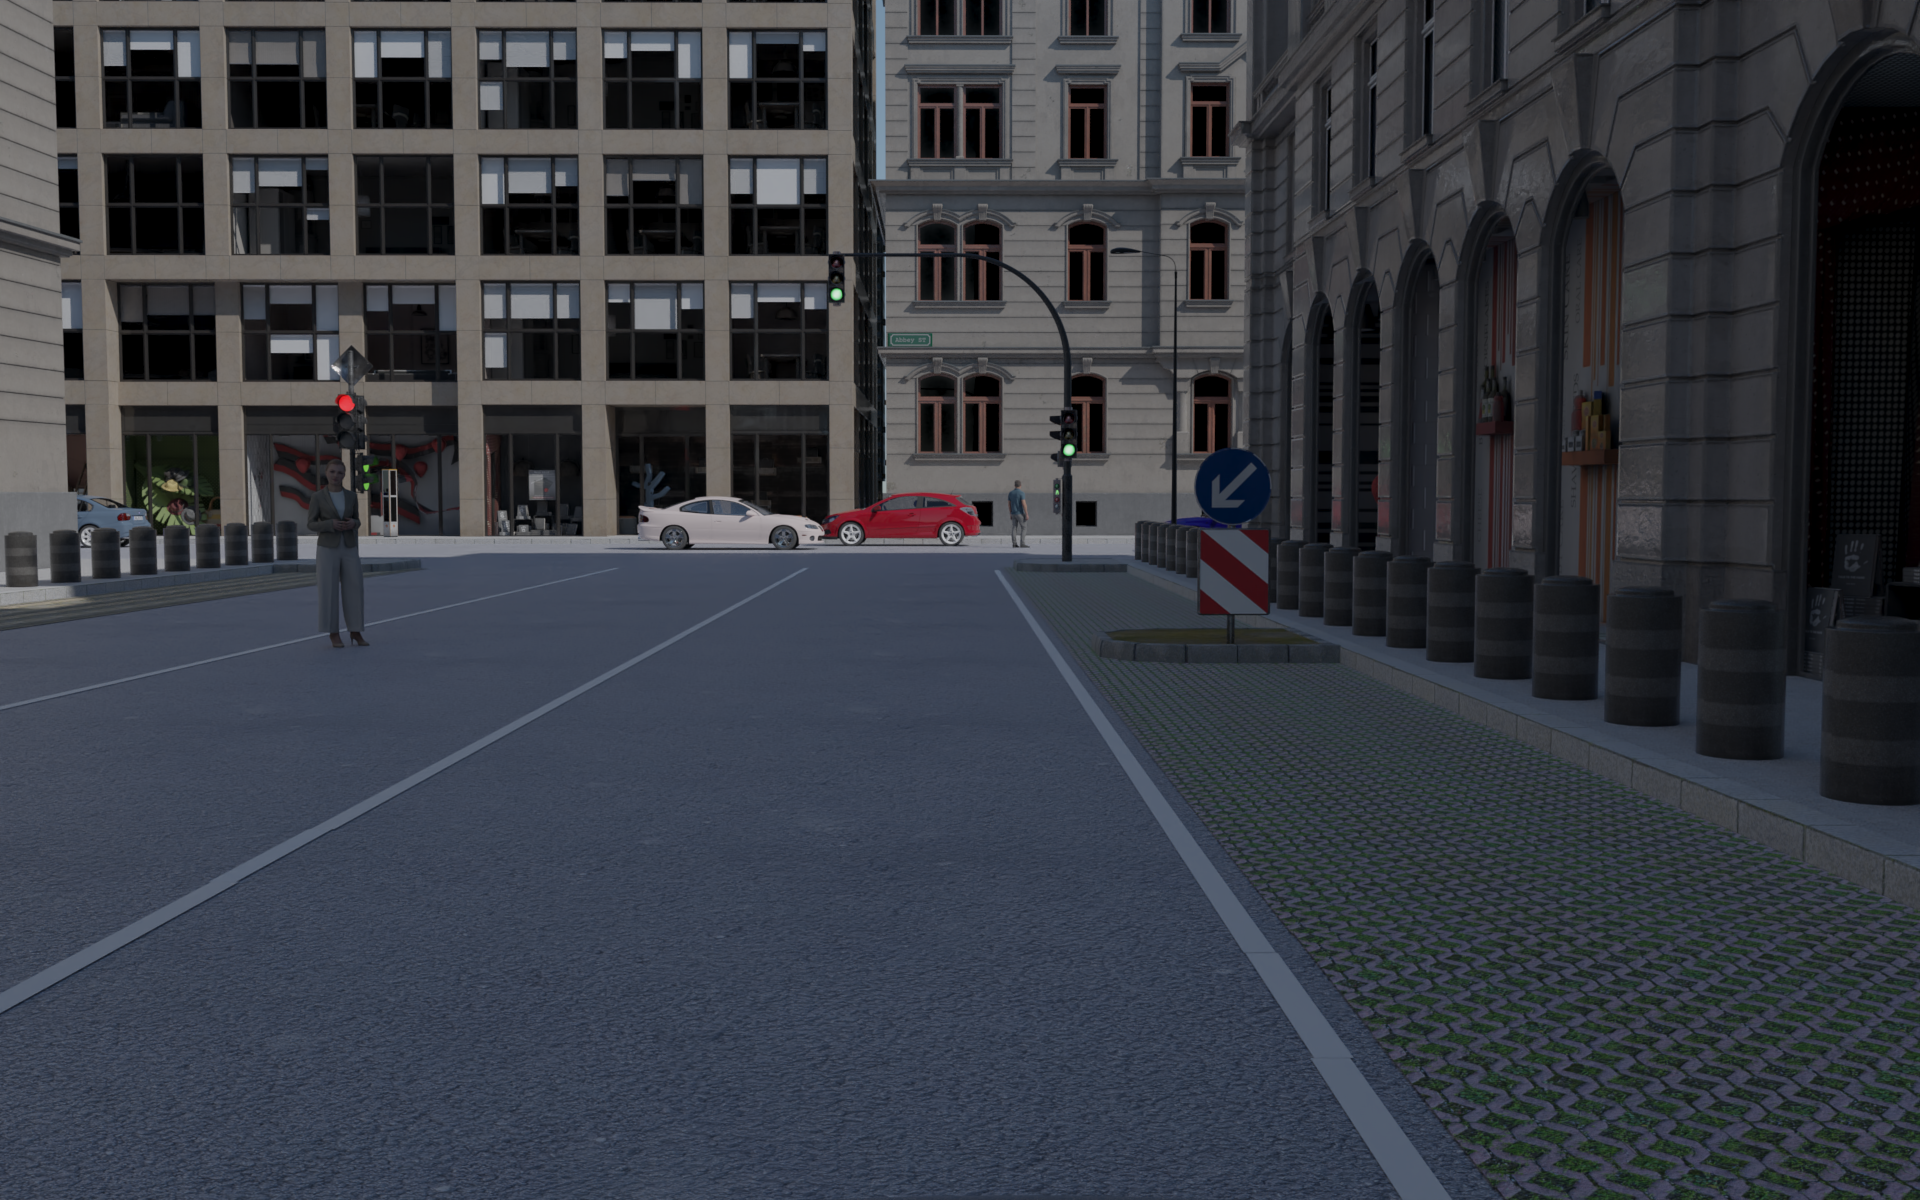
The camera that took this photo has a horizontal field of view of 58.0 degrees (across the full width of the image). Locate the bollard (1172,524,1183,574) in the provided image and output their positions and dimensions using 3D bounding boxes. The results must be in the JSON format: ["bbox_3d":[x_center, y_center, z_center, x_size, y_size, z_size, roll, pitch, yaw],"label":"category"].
[{"bbox_3d":[3.669,-0.801,27.816,0.404,0.777,0.398,0,3,0],"label":"bollard"}]

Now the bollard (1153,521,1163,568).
[{"bbox_3d":[3.644,-0.949,30.228,0.404,0.777,0.398,0,3,0],"label":"bollard"}]

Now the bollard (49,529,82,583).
[{"bbox_3d":[-12.994,-0.638,25.155,0.404,0.777,0.398,0,3,0],"label":"bollard"}]

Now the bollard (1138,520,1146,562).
[{"bbox_3d":[3.620,-1.096,32.643,0.404,0.777,0.398,0,3,0],"label":"bollard"}]

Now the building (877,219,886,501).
[{"bbox_3d":[-21.669,-32.695,226.439,23.993,40.220,32.217,0,4,-1],"label":"building"}]

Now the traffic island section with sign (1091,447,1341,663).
[{"bbox_3d":[2.211,-0.421,15.516,1.989,1.847,2.006,0,4,-1],"label":"traffic island section with sign"}]

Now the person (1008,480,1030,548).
[{"bbox_3d":[1.582,-2.302,46.264,0.434,1.807,0.598,-3,5,-41],"label":"person"}]

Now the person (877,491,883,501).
[{"bbox_3d":[-9.611,-12.148,207.216,1.348,1.812,0.705,0,4,-1],"label":"person"}]

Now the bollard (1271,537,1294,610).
[{"bbox_3d":[3.744,-0.284,19.358,0.404,0.777,0.398,0,3,0],"label":"bollard"}]

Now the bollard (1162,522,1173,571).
[{"bbox_3d":[3.652,-0.875,29.017,0.404,0.777,0.398,0,3,0],"label":"bollard"}]

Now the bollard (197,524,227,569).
[{"bbox_3d":[-13.032,-0.935,30.012,0.404,0.777,0.398,0,3,0],"label":"bollard"}]

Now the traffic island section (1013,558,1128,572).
[{"bbox_3d":[2.049,-0.653,32.959,2.009,0.180,2.903,0,4,-1],"label":"traffic island section"}]

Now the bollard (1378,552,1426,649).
[{"bbox_3d":[3.788,0.011,14.545,0.404,0.777,0.398,0,3,0],"label":"bollard"}]

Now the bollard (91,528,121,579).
[{"bbox_3d":[-13.000,-0.712,26.360,0.404,0.777,0.398,0,3,0],"label":"bollard"}]

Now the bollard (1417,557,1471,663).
[{"bbox_3d":[3.800,0.085,13.332,0.404,0.777,0.398,0,3,0],"label":"bollard"}]

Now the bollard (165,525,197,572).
[{"bbox_3d":[-13.025,-0.862,28.806,0.404,0.777,0.398,0,3,0],"label":"bollard"}]

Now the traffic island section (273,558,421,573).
[{"bbox_3d":[-11.492,-0.646,32.839,2.009,0.180,2.903,0,4,-1],"label":"traffic island section"}]

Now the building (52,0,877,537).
[{"bbox_3d":[-20.305,-15.673,60.762,34.151,26.468,19.350,0,4,-1],"label":"building"}]

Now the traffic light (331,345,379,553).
[{"bbox_3d":[-11.452,-2.678,32.704,0.839,4.253,0.868,0,4,-1],"label":"traffic light"}]

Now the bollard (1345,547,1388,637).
[{"bbox_3d":[3.776,-0.063,15.748,0.404,0.777,0.398,0,3,0],"label":"bollard"}]

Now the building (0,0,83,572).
[{"bbox_3d":[-26.802,-14.457,23.759,23.554,28.519,14.401,0,4,-1],"label":"building"}]

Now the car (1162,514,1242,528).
[{"bbox_3d":[6.884,-1.857,42.940,3.894,1.354,1.945,0,4,1],"label":"car"}]

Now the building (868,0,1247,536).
[{"bbox_3d":[8.689,-16.602,58.828,23.554,28.519,14.401,0,4,-1],"label":"building"}]

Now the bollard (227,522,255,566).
[{"bbox_3d":[-13.049,-1.010,31.225,0.404,0.777,0.398,0,3,0],"label":"bollard"}]

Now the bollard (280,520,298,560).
[{"bbox_3d":[-13.069,-1.157,33.628,0.404,0.777,0.398,0,3,0],"label":"bollard"}]

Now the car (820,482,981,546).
[{"bbox_3d":[-1.668,-2.398,48.252,4.494,1.783,2.155,0,4,1],"label":"car"}]

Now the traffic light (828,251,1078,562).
[{"bbox_3d":[-0.082,-3.548,32.684,4.771,5.953,1.251,0,4,-1],"label":"traffic light"}]

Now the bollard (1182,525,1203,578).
[{"bbox_3d":[3.676,-0.726,26.595,0.404,0.777,0.398,0,3,0],"label":"bollard"}]

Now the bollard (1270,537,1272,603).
[{"bbox_3d":[3.734,-0.357,20.560,0.404,0.777,0.398,0,3,0],"label":"bollard"}]

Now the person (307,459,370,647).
[{"bbox_3d":[-5.813,-0.438,16.206,0.519,1.759,0.362,-3,4,-39],"label":"person"}]

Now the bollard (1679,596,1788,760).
[{"bbox_3d":[3.840,0.379,8.513,0.404,0.777,0.398,0,3,0],"label":"bollard"}]

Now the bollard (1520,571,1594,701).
[{"bbox_3d":[3.823,0.232,10.929,0.404,0.777,0.398,0,3,0],"label":"bollard"}]

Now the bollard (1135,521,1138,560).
[{"bbox_3d":[3.613,-1.170,33.845,0.404,0.777,0.398,0,3,0],"label":"bollard"}]

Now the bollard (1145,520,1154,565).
[{"bbox_3d":[3.630,-1.023,31.442,0.404,0.777,0.398,0,3,0],"label":"bollard"}]

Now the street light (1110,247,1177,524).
[{"bbox_3d":[3.525,-3.684,32.771,1.470,5.913,1.316,0,4,-1],"label":"street light"}]

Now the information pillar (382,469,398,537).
[{"bbox_3d":[-16.919,-2.869,51.407,0.304,2.012,0.304,2,4,29],"label":"information pillar"}]

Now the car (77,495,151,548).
[{"bbox_3d":[-24.280,-2.122,46.693,4.499,1.417,2.014,0,4,0],"label":"car"}]

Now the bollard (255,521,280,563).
[{"bbox_3d":[-13.060,-1.083,32.427,0.404,0.777,0.398,0,3,0],"label":"bollard"}]

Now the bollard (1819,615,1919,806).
[{"bbox_3d":[3.854,0.454,7.297,0.404,0.777,0.398,0,3,0],"label":"bollard"}]

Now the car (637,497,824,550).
[{"bbox_3d":[-5.944,-1.996,44.994,4.827,1.381,2.083,0,4,0],"label":"car"}]

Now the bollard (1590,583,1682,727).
[{"bbox_3d":[3.832,0.306,9.715,0.404,0.777,0.398,0,3,0],"label":"bollard"}]

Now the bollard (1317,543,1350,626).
[{"bbox_3d":[3.767,-0.137,16.955,0.404,0.777,0.398,0,3,0],"label":"bollard"}]

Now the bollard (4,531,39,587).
[{"bbox_3d":[-12.982,-0.565,23.952,0.404,0.777,0.398,0,3,0],"label":"bollard"}]

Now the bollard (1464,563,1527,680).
[{"bbox_3d":[3.812,0.158,12.130,0.404,0.777,0.398,0,3,0],"label":"bollard"}]

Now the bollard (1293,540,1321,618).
[{"bbox_3d":[3.757,-0.210,18.157,0.404,0.777,0.398,0,3,0],"label":"bollard"}]

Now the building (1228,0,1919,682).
[{"bbox_3d":[11.136,-10.879,19.668,13.314,21.916,24.055,0,4,-1],"label":"building"}]

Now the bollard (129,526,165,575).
[{"bbox_3d":[-13.013,-0.787,27.592,0.404,0.777,0.398,0,3,0],"label":"bollard"}]
